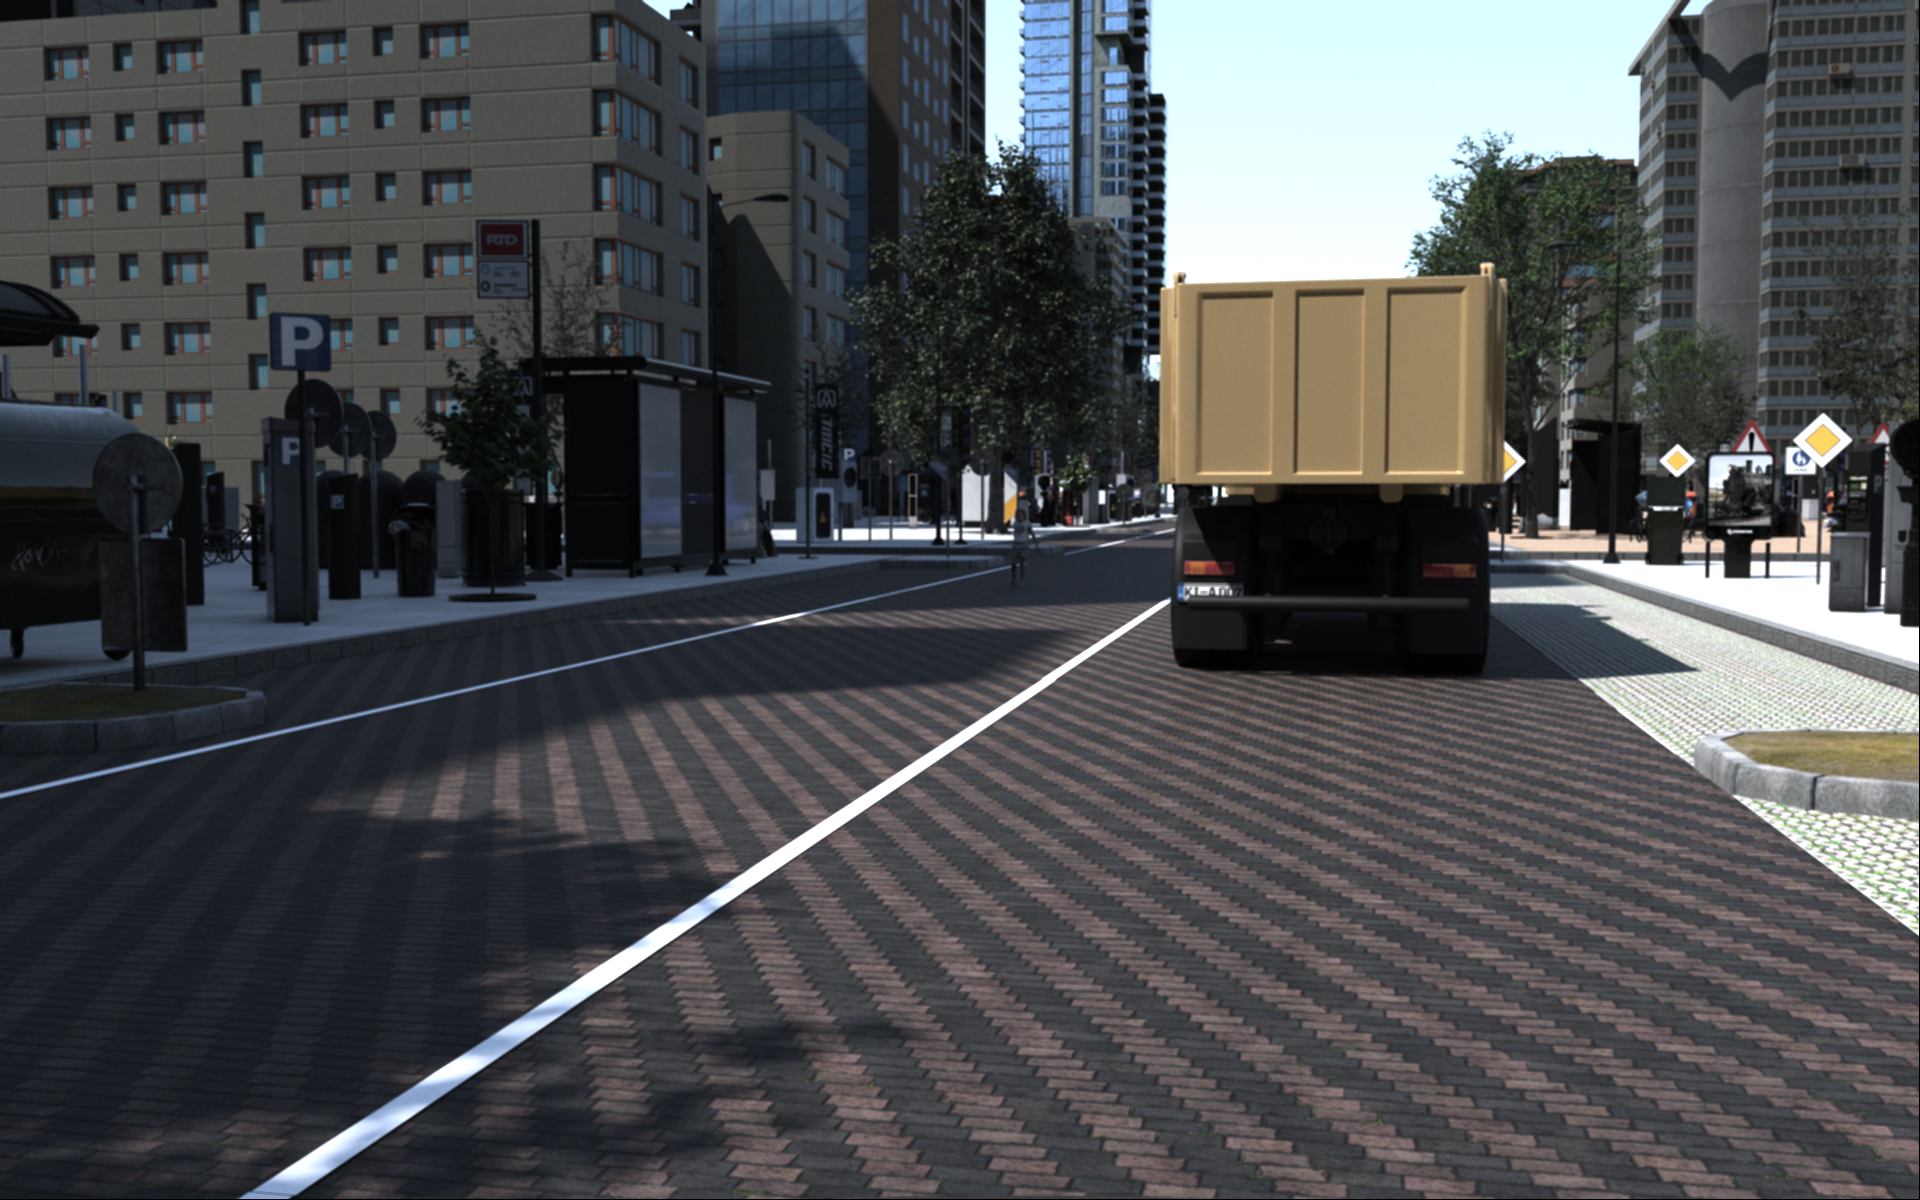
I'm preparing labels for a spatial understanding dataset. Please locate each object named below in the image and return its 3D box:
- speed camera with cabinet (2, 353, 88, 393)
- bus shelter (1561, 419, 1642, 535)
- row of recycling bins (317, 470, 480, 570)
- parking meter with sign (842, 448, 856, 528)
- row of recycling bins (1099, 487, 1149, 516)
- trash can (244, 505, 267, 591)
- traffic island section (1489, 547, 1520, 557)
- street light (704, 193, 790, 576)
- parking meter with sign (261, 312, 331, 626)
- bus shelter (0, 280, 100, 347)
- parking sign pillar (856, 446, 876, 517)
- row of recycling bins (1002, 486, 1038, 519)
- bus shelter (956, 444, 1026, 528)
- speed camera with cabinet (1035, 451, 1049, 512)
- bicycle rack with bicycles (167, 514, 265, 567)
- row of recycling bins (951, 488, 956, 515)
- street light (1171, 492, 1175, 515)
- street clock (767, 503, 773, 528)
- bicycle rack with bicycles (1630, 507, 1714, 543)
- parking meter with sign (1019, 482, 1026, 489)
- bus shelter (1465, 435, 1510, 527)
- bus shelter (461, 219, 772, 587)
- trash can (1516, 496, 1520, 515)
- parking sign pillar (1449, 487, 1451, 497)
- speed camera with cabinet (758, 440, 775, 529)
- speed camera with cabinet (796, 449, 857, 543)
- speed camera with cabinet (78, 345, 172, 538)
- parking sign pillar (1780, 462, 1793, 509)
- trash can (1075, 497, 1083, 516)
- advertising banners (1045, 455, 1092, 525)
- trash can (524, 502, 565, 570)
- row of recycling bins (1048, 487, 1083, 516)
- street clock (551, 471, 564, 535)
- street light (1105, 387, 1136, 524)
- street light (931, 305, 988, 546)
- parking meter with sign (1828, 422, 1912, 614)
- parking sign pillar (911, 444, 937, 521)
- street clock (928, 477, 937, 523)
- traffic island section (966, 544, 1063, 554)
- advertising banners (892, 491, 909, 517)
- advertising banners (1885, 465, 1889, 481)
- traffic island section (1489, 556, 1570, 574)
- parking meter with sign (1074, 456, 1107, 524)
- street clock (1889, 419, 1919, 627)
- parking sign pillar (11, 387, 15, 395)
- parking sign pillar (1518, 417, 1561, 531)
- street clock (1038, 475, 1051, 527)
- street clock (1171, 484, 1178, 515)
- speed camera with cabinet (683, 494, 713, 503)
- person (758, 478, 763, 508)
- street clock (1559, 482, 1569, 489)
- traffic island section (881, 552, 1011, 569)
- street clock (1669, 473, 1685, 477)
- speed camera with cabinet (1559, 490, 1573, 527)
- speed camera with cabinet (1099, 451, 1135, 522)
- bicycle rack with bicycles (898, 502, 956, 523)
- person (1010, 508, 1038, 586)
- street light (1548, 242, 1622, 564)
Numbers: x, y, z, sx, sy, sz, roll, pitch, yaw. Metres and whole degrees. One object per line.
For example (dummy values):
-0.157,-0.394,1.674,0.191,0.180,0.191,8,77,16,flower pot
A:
-12.981,-1.882,25.113,2.038,3.252,0.660,-2,4,-24,speed camera with cabinet
21.071,-4.024,57.067,1.731,3.624,6.357,1,4,12,bus shelter
-9.464,-1.377,29.634,3.534,1.692,1.069,1,4,10,row of recycling bins
-4.255,-4.278,66.213,0.543,3.016,1.738,0,4,-5,parking meter with sign
9.172,-5.705,100.394,3.534,1.692,1.069,0,4,0,row of recycling bins
-9.151,-0.704,23.161,0.748,1.137,0.748,0,3,0,trash can
11.859,-1.102,40.295,2.009,0.180,2.903,1,4,12,traffic island section
-3.315,-3.332,27.015,1.470,5.913,1.316,1,4,12,street light
-6.772,-1.302,17.544,0.543,3.016,1.738,-2,4,-29,parking meter with sign
-9.730,-1.229,14.017,2.014,3.302,5.546,1,4,12,bus shelter
-5.422,-6.634,96.943,1.447,3.967,1.447,1,4,12,parking sign pillar
1.834,-4.709,84.105,3.534,1.692,1.069,0,4,-4,row of recycling bins
1.105,-4.516,67.764,2.014,3.302,5.546,1,4,12,bus shelter
3.831,-5.211,79.531,0.660,3.252,2.038,1,4,10,speed camera with cabinet
-13.514,-1.075,30.957,2.852,0.926,2.925,2,4,35,bicycle rack with bicycles
1.101,-6.037,105.818,3.534,1.692,1.069,-1,4,-22,row of recycling bins
13.816,-8.229,107.084,1.470,5.913,1.316,1,4,12,street light
-7.173,-3.715,65.303,0.358,2.002,0.471,-2,4,-25,street clock
19.147,-2.030,46.567,2.925,0.926,2.852,-2,4,-33,bicycle rack with bicycles
4.023,-7.140,112.996,0.543,3.016,1.738,0,4,-5,parking meter with sign
20.314,-4.664,67.543,1.731,3.624,6.357,1,4,12,bus shelter
-5.455,-3.074,27.899,2.179,5.291,8.768,1,4,12,bus shelter
34.150,-5.728,105.312,0.748,1.137,0.748,0,3,0,trash can
29.676,-7.139,105.197,1.447,3.967,1.447,0,4,-2,parking sign pillar
-7.381,-4.232,63.530,0.660,3.252,2.038,-2,4,-25,speed camera with cabinet
-3.526,-3.155,45.920,0.660,3.252,2.038,2,4,32,speed camera with cabinet
-11.722,-1.799,23.743,0.660,3.252,2.038,0,4,7,speed camera with cabinet
50.671,-7.200,106.186,1.447,3.967,1.447,1,4,12,parking sign pillar
7.056,-5.498,101.538,0.748,1.137,0.748,0,3,0,trash can
4.410,-4.573,70.949,2.074,3.025,0.090,1,4,15,advertising banners
-7.113,-1.096,29.571,0.748,1.137,0.748,0,3,0,trash can
5.749,-5.916,103.831,3.534,1.692,1.069,2,4,32,row of recycling bins
-12.713,-3.075,54.839,0.471,2.002,0.358,3,5,41,street clock
6.899,-6.270,75.060,1.470,5.913,1.316,1,4,12,street light
-0.009,-4.304,42.907,1.470,5.913,1.316,1,4,12,street light
10.275,-1.357,18.453,1.738,3.016,0.543,2,4,33,parking meter with sign
-1.747,-5.839,83.938,1.447,3.967,1.447,0,4,-2,parking sign pillar
-1.132,-4.305,74.955,0.471,2.002,0.358,1,4,9,street clock
1.404,-1.238,42.524,2.009,0.180,2.903,1,4,12,traffic island section
-2.987,-6.292,99.068,2.074,3.025,0.090,-1,4,-17,advertising banners
36.910,-4.538,70.377,0.090,3.025,2.074,-3,5,-40,advertising banners
10.192,-0.624,32.485,2.009,0.180,2.903,1,4,12,traffic island section
5.596,-4.740,73.768,0.543,3.016,1.738,3,5,41,parking meter with sign
9.231,-0.744,16.728,0.471,2.002,0.358,1,4,20,street clock
-20.683,-3.000,37.521,1.447,3.967,1.447,3,5,43,parking sign pillar
20.597,-4.465,61.481,1.447,3.967,1.447,-3,5,-39,parking sign pillar
3.271,-3.840,67.358,0.471,2.002,0.358,-3,4,-36,street clock
13.093,-6.156,105.220,0.471,2.002,0.358,-1,4,-19,street clock
-8.112,-3.630,53.691,2.038,3.252,0.660,0,3,0,speed camera with cabinet
-4.953,-2.032,41.741,0.654,1.822,0.581,1,4,11,person
36.255,-6.082,104.007,0.471,2.002,0.358,0,4,-5,street clock
-0.264,-0.760,34.714,2.009,0.180,2.903,1,4,12,traffic island section
22.645,-3.071,54.780,0.358,2.002,0.471,-1,4,-20,street clock
24.105,-4.475,67.502,2.038,3.252,0.660,-3,5,-41,speed camera with cabinet
7.183,-5.211,79.531,0.660,3.252,2.038,3,5,43,speed camera with cabinet
-1.324,-3.946,77.900,2.925,0.926,2.852,-3,5,-40,bicycle rack with bicycles
1.005,-0.827,27.029,0.505,1.210,0.382,1,4,23,person
11.506,-3.632,31.922,1.470,5.913,1.316,1,4,12,street light
